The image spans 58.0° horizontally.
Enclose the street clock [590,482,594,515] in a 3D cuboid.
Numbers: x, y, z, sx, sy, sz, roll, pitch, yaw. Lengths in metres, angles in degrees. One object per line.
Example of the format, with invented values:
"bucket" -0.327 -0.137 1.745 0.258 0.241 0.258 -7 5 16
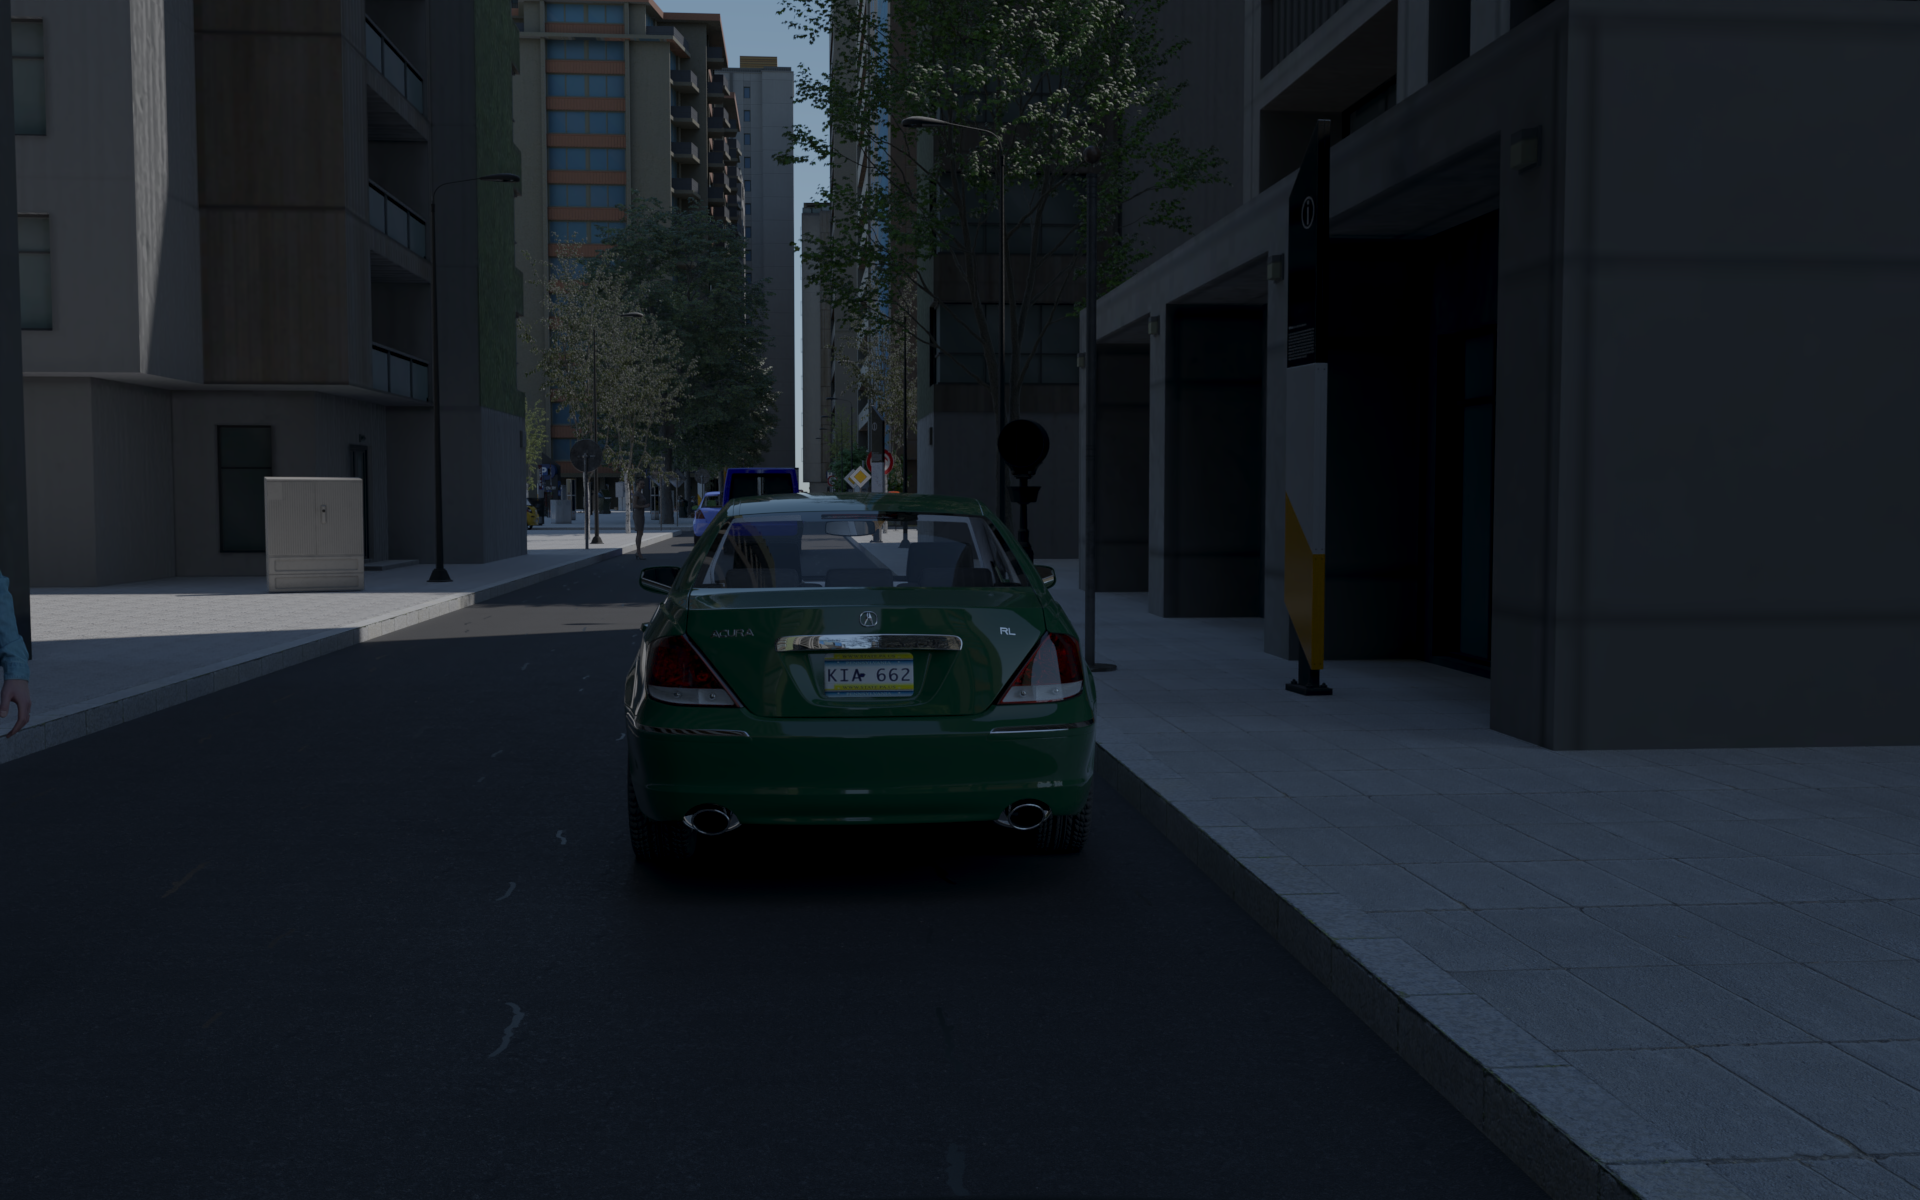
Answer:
"street clock" -22.458 -6.166 105.391 0.358 2.002 0.471 0 4 -7

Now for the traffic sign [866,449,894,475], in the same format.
"traffic sign" -2.216 -2.936 48.110 0.768 2.556 0.104 0 4 -1

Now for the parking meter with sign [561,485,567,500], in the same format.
"parking meter with sign" -32.472 -8.885 141.525 0.543 3.016 1.738 1 4 16

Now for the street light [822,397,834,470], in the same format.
"street light" -5.742 -6.777 83.353 1.470 5.913 1.316 0 4 -5

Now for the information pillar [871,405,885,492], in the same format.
"information pillar" -2.165 -3.322 45.661 0.183 3.616 0.504 -3 5 -40

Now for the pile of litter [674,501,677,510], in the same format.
"pile of litter" -22.804 -7.719 140.162 1.719 0.858 1.176 0 4 4

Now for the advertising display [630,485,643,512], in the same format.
"advertising display" -23.636 -7.431 126.714 0.974 1.923 0.123 1 4 14

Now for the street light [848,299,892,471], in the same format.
"street light" -1.841 -4.190 41.054 1.470 5.913 1.316 0 4 -5

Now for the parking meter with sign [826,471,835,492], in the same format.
"parking meter with sign" -9.678 -8.340 132.626 0.543 3.016 1.738 -2 4 -26

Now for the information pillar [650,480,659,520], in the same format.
"information pillar" -15.011 -4.938 85.220 0.304 2.012 0.304 3 4 37

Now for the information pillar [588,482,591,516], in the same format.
"information pillar" -21.976 -5.979 102.255 0.304 2.012 0.304 -1 4 -13

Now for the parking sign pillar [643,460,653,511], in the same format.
"parking sign pillar" -24.013 -8.903 134.035 1.447 3.967 1.447 1 4 16

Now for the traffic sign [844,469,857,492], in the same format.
"traffic sign" -4.234 -3.991 68.893 0.795 2.450 0.064 0 4 -5

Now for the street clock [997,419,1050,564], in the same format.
"street clock" 0.618 -0.753 16.878 0.471 2.002 0.358 1 4 16

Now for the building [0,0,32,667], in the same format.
"building" -16.825 -23.047 0.516 21.300 48.544 21.600 0 4 -5

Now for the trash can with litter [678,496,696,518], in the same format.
"trash can with litter" -16.268 -5.612 103.139 1.055 1.170 0.624 0 4 8

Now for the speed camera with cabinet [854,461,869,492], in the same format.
"speed camera with cabinet" -5.280 -6.636 102.841 2.038 3.252 0.660 -3 4 -38

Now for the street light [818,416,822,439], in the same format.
"street light" -7.550 -7.970 102.844 1.470 5.913 1.316 0 4 -5

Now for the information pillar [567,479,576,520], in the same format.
"information pillar" -18.934 -4.884 84.341 0.304 2.012 0.304 2 4 30

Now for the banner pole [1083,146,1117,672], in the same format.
"banner pole" 0.976 -1.393 12.787 0.401 3.779 0.863 0 4 7

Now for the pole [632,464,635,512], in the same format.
"pole" -22.188 -7.582 117.805 0.158 3.312 0.155 0 3 0

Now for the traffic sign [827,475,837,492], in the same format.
"traffic sign" -8.596 -7.164 117.233 0.768 2.556 0.104 0 4 2

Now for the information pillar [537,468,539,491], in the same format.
"information pillar" -33.401 -8.952 137.724 0.504 3.616 0.183 2 4 35

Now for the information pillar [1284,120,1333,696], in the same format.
"information pillar" 2.236 -1.211 11.154 0.183 3.616 0.504 -1 4 -11

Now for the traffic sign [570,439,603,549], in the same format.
"traffic sign" -8.664 -2.449 40.149 0.768 2.556 0.104 0 4 3

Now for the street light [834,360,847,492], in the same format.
"street light" -3.550 -5.367 60.286 1.470 5.913 1.316 0 4 -5

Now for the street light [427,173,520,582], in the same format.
"street light" -7.068 -3.220 25.194 1.470 5.913 1.316 0 4 -5

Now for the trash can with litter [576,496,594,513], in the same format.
"trash can with litter" -25.376 -6.457 116.626 2.233 1.210 1.678 2 4 31

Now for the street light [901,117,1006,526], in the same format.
"street light" -0.022 -2.997 21.537 1.470 5.913 1.316 0 4 -5

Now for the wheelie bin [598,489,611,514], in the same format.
"wheelie bin" -22.785 -6.292 110.777 0.693 1.594 0.980 3 4 37

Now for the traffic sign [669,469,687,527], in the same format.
"traffic sign" -11.151 -3.953 68.277 0.795 2.450 0.064 0 4 -5

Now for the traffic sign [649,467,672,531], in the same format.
"traffic sign" -10.417 -3.467 60.326 0.795 2.450 0.064 0 4 -5

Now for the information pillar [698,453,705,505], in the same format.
"information pillar" -13.292 -5.975 89.041 0.504 3.616 0.183 3 5 42

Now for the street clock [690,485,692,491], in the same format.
"street clock" -21.156 -7.980 135.042 0.471 2.002 0.358 -2 4 -28

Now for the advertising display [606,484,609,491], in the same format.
"advertising display" -23.188 -6.649 113.930 0.123 1.923 0.974 0 4 -8

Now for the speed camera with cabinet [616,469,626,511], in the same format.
"speed camera with cabinet" -25.635 -8.376 131.281 0.660 3.252 2.038 0 4 0

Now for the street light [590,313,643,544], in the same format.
"street light" -8.802 -4.396 44.424 1.470 5.913 1.316 0 4 -5

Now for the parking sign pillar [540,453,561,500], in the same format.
"parking sign pillar" -26.511 -7.561 112.096 1.447 3.967 1.447 1 4 17

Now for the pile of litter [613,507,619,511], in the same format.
"pile of litter" -26.527 -7.410 135.119 1.176 0.858 1.719 2 4 34

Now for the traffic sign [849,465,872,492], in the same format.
"traffic sign" -3.500 -3.505 60.941 0.795 2.450 0.064 0 4 -5

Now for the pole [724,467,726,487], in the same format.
"pole" -15.766 -7.494 116.365 0.158 3.312 0.155 0 3 0

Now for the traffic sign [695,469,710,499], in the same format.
"traffic sign" -13.034 -5.353 87.627 0.768 2.556 0.104 0 4 0

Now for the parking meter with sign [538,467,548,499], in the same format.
"parking meter with sign" -26.579 -6.958 110.022 0.543 3.016 1.738 0 4 -4

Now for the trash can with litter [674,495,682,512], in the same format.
"trash can with litter" -20.560 -7.110 127.312 1.678 1.210 2.233 -2 4 -26
